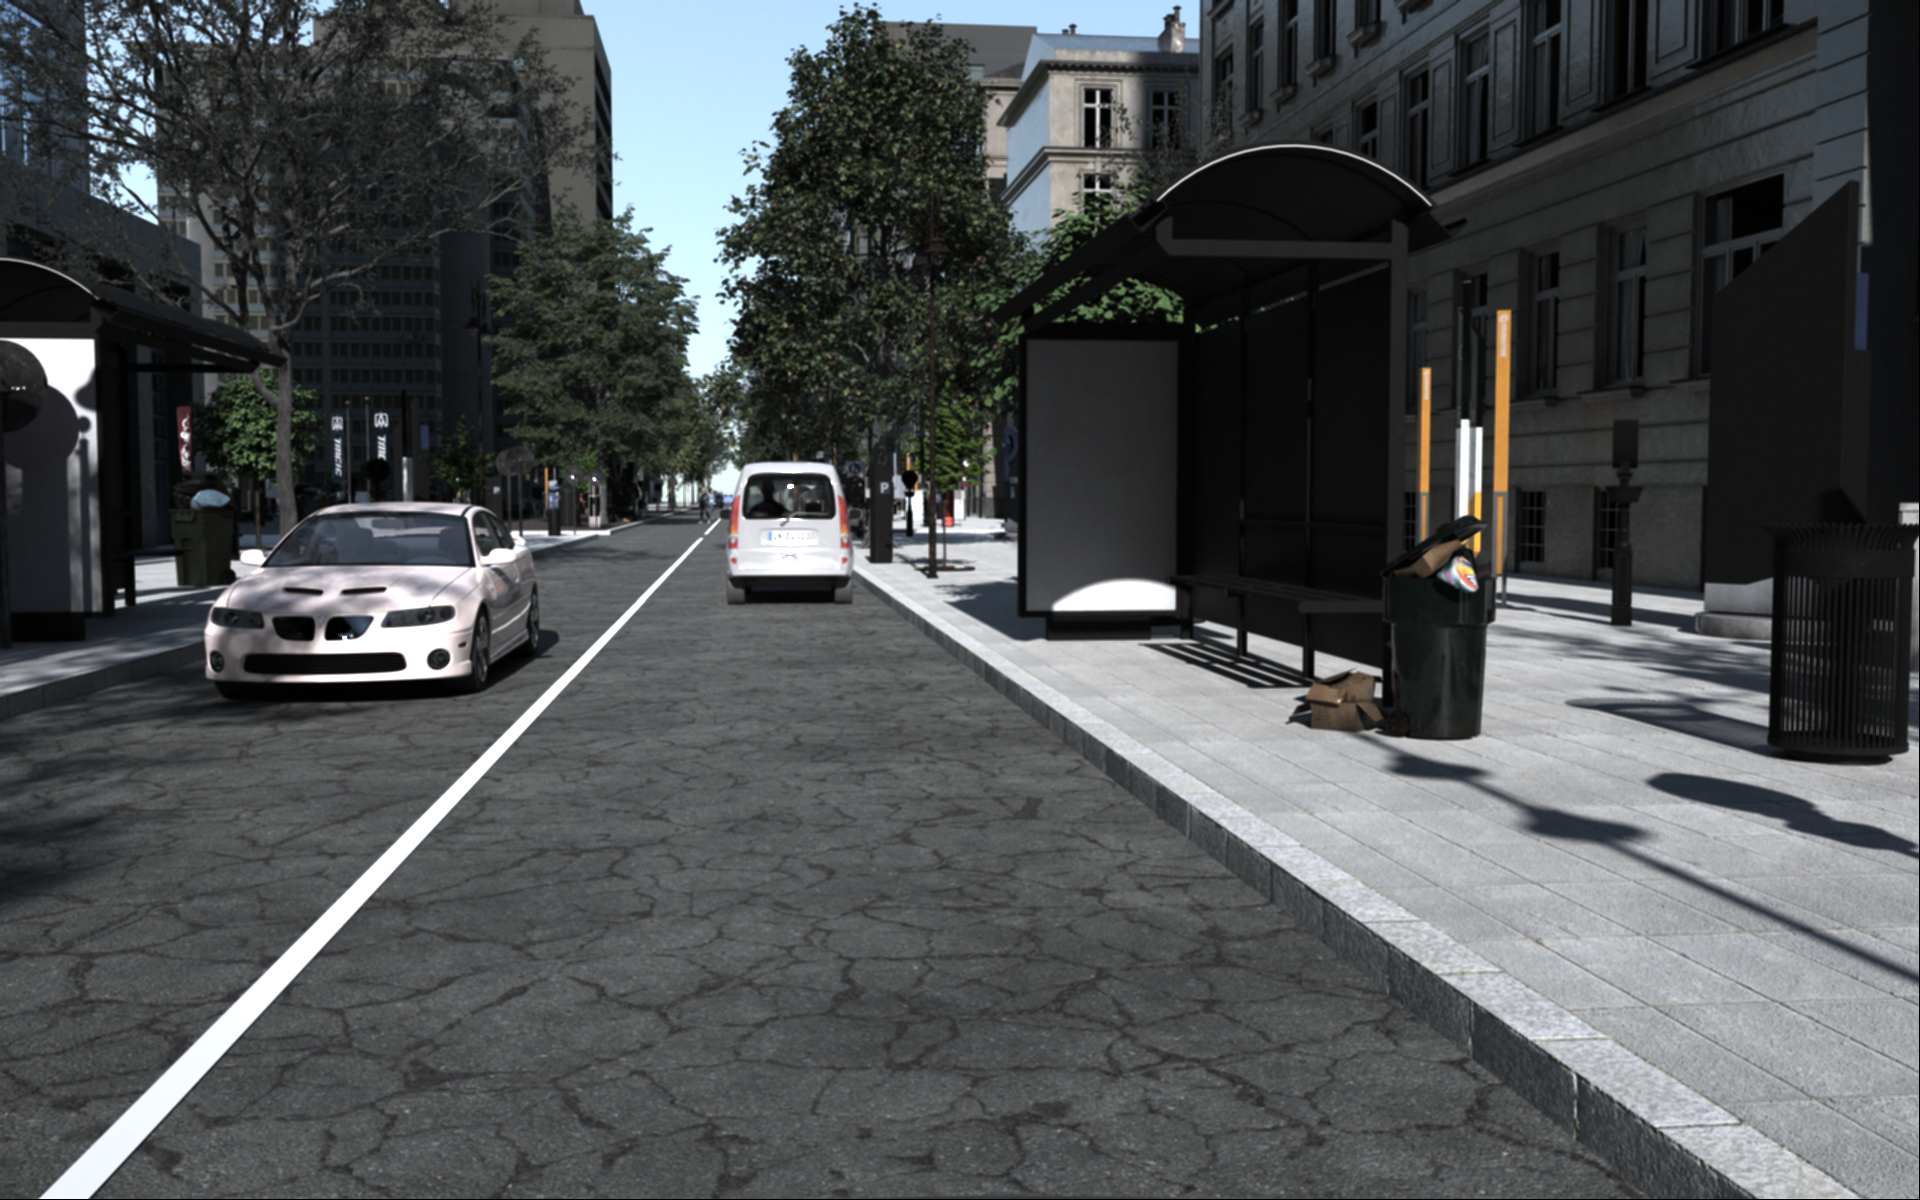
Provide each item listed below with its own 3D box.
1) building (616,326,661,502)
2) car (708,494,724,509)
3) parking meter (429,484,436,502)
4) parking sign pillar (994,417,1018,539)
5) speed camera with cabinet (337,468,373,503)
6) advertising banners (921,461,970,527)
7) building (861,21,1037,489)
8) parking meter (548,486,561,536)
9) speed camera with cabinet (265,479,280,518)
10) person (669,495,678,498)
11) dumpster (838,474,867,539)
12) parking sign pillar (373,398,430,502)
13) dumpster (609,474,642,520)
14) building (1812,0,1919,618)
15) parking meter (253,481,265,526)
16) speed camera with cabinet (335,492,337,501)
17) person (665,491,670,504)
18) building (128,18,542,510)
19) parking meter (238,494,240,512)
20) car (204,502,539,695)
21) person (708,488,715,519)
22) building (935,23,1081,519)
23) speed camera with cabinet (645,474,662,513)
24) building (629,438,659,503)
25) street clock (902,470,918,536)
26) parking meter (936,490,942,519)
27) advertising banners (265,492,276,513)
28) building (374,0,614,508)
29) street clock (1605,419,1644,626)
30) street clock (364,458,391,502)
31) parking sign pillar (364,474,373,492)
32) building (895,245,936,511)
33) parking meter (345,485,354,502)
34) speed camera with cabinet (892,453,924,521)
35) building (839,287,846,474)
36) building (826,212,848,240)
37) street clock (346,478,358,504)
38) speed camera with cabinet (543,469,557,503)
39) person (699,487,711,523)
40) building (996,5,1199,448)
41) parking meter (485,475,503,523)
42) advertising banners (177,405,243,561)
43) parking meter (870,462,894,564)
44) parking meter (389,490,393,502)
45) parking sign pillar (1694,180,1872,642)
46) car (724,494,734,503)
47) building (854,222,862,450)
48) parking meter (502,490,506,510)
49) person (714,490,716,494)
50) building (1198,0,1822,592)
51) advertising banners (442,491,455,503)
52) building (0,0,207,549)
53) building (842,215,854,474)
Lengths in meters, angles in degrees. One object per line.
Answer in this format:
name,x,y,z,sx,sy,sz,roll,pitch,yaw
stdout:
building,-56.823,-31.430,285.575,14.160,30.474,14.107,0,4,-7
car,-24.551,-9.989,173.104,2.009,1.686,4.222,0,4,-5
parking meter,-30.738,-5.814,100.766,0.399,1.863,0.255,-2,4,-30
parking sign pillar,1.698,-3.751,49.805,1.447,3.967,1.447,-1,4,-18
speed camera with cabinet,-39.747,-7.318,113.993,2.038,3.252,0.660,0,4,7
advertising banners,-0.497,-4.376,67.733,2.074,3.025,0.090,-1,4,-13
building,-1.039,-28.816,154.728,14.154,41.232,14.086,0,4,-7
parking meter,-12.423,-2.728,53.018,0.372,1.533,0.369,0,3,0
speed camera with cabinet,-40.942,-6.719,104.190,2.038,3.252,0.660,3,4,36
person,-35.718,-12.622,215.654,1.217,1.735,0.721,0,4,-2
dumpster,-3.323,-2.688,49.712,1.264,1.857,1.865,0,4,-7
parking sign pillar,-15.580,-3.713,49.183,1.447,3.967,1.447,3,5,45
dumpster,-16.421,-5.042,84.937,1.502,2.255,1.985,0,4,-7
building,16.248,-13.848,3.913,11.434,29.767,29.804,0,4,-7
parking meter,-27.917,-3.872,69.019,0.255,1.863,0.399,3,5,40
speed camera with cabinet,-44.240,-7.894,123.396,0.660,3.252,2.038,-3,5,-39
person,-36.385,-12.758,217.237,1.348,1.807,0.705,2,4,24
building,-48.856,-27.753,145.637,32.217,40.220,23.993,0,4,-7
parking meter,-48.701,-6.624,116.715,0.372,1.533,0.369,0,3,0
car,-4.533,-0.095,13.919,2.083,1.381,4.827,0,4,-6
person,-14.135,-5.477,98.312,0.793,1.790,0.793,-2,4,-27
building,5.425,-18.655,102.268,12.463,27.353,25.104,0,4,-7
speed camera with cabinet,-21.444,-7.604,118.654,2.038,3.252,0.660,-2,4,-33
building,-60.487,-25.563,262.999,27.650,21.520,28.899,0,4,-7
street clock,-1.525,-2.927,52.422,0.471,2.002,0.358,0,4,4
parking meter,-1.023,-4.873,88.080,0.372,1.533,0.369,0,3,0
advertising banners,-47.637,-7.586,120.218,0.090,3.025,2.074,1,4,21
building,-45.361,-33.336,168.745,21.300,48.544,21.600,0,4,-7
street clock,6.465,-0.752,16.872,0.358,2.002,0.471,1,4,20
street clock,-11.833,-1.874,35.206,0.471,2.002,0.358,-3,5,-40
parking sign pillar,-44.185,-8.669,130.213,1.447,3.967,1.447,2,4,31
building,2.108,-17.453,127.156,13.314,21.916,24.055,0,4,-7
parking meter,-32.191,-5.235,91.296,0.399,1.863,0.255,1,4,15
speed camera with cabinet,-2.471,-5.431,83.126,2.038,3.252,0.660,3,4,36
building,-11.975,-28.515,237.919,14.160,30.474,14.107,0,4,-7
building,-10.645,-43.870,259.272,21.231,58.520,28.212,0,4,-7
street clock,-27.006,-4.429,76.984,0.358,2.002,0.471,3,5,40
speed camera with cabinet,-27.494,-7.447,116.094,0.660,3.252,2.038,-2,4,-25
person,-12.524,-4.688,85.329,0.709,1.800,0.728,2,4,32
building,19.901,-16.021,81.026,34.723,24.649,14.460,0,4,-7
parking meter,-14.187,-2.886,52.898,0.399,1.863,0.255,-2,4,-27
advertising banners,-14.664,-2.300,33.794,2.074,3.025,0.090,2,4,35
parking meter,-1.449,-1.614,32.105,0.399,1.863,0.255,-2,4,-32
parking meter,-38.147,-6.606,116.415,0.372,1.533,0.369,0,3,0
parking sign pillar,7.456,-1.660,15.613,1.447,3.967,1.447,-2,4,-32
car,-36.339,-16.029,271.668,1.945,1.707,3.694,0,4,-7
building,-3.383,-29.684,168.921,14.154,41.232,14.086,0,4,-7
parking meter,-32.286,-6.969,122.359,0.372,1.533,0.369,0,3,0
person,-26.276,-10.851,185.916,0.705,1.824,1.348,0,4,4
building,15.445,-12.284,34.127,16.112,22.955,30.059,0,4,-7
advertising banners,-29.208,-6.323,99.568,0.090,3.025,2.074,1,4,14
building,-33.608,-43.848,29.580,31.000,86.520,22.319,0,4,-7
building,-1.601,-35.005,191.947,23.786,49.044,30.456,0,4,-7
